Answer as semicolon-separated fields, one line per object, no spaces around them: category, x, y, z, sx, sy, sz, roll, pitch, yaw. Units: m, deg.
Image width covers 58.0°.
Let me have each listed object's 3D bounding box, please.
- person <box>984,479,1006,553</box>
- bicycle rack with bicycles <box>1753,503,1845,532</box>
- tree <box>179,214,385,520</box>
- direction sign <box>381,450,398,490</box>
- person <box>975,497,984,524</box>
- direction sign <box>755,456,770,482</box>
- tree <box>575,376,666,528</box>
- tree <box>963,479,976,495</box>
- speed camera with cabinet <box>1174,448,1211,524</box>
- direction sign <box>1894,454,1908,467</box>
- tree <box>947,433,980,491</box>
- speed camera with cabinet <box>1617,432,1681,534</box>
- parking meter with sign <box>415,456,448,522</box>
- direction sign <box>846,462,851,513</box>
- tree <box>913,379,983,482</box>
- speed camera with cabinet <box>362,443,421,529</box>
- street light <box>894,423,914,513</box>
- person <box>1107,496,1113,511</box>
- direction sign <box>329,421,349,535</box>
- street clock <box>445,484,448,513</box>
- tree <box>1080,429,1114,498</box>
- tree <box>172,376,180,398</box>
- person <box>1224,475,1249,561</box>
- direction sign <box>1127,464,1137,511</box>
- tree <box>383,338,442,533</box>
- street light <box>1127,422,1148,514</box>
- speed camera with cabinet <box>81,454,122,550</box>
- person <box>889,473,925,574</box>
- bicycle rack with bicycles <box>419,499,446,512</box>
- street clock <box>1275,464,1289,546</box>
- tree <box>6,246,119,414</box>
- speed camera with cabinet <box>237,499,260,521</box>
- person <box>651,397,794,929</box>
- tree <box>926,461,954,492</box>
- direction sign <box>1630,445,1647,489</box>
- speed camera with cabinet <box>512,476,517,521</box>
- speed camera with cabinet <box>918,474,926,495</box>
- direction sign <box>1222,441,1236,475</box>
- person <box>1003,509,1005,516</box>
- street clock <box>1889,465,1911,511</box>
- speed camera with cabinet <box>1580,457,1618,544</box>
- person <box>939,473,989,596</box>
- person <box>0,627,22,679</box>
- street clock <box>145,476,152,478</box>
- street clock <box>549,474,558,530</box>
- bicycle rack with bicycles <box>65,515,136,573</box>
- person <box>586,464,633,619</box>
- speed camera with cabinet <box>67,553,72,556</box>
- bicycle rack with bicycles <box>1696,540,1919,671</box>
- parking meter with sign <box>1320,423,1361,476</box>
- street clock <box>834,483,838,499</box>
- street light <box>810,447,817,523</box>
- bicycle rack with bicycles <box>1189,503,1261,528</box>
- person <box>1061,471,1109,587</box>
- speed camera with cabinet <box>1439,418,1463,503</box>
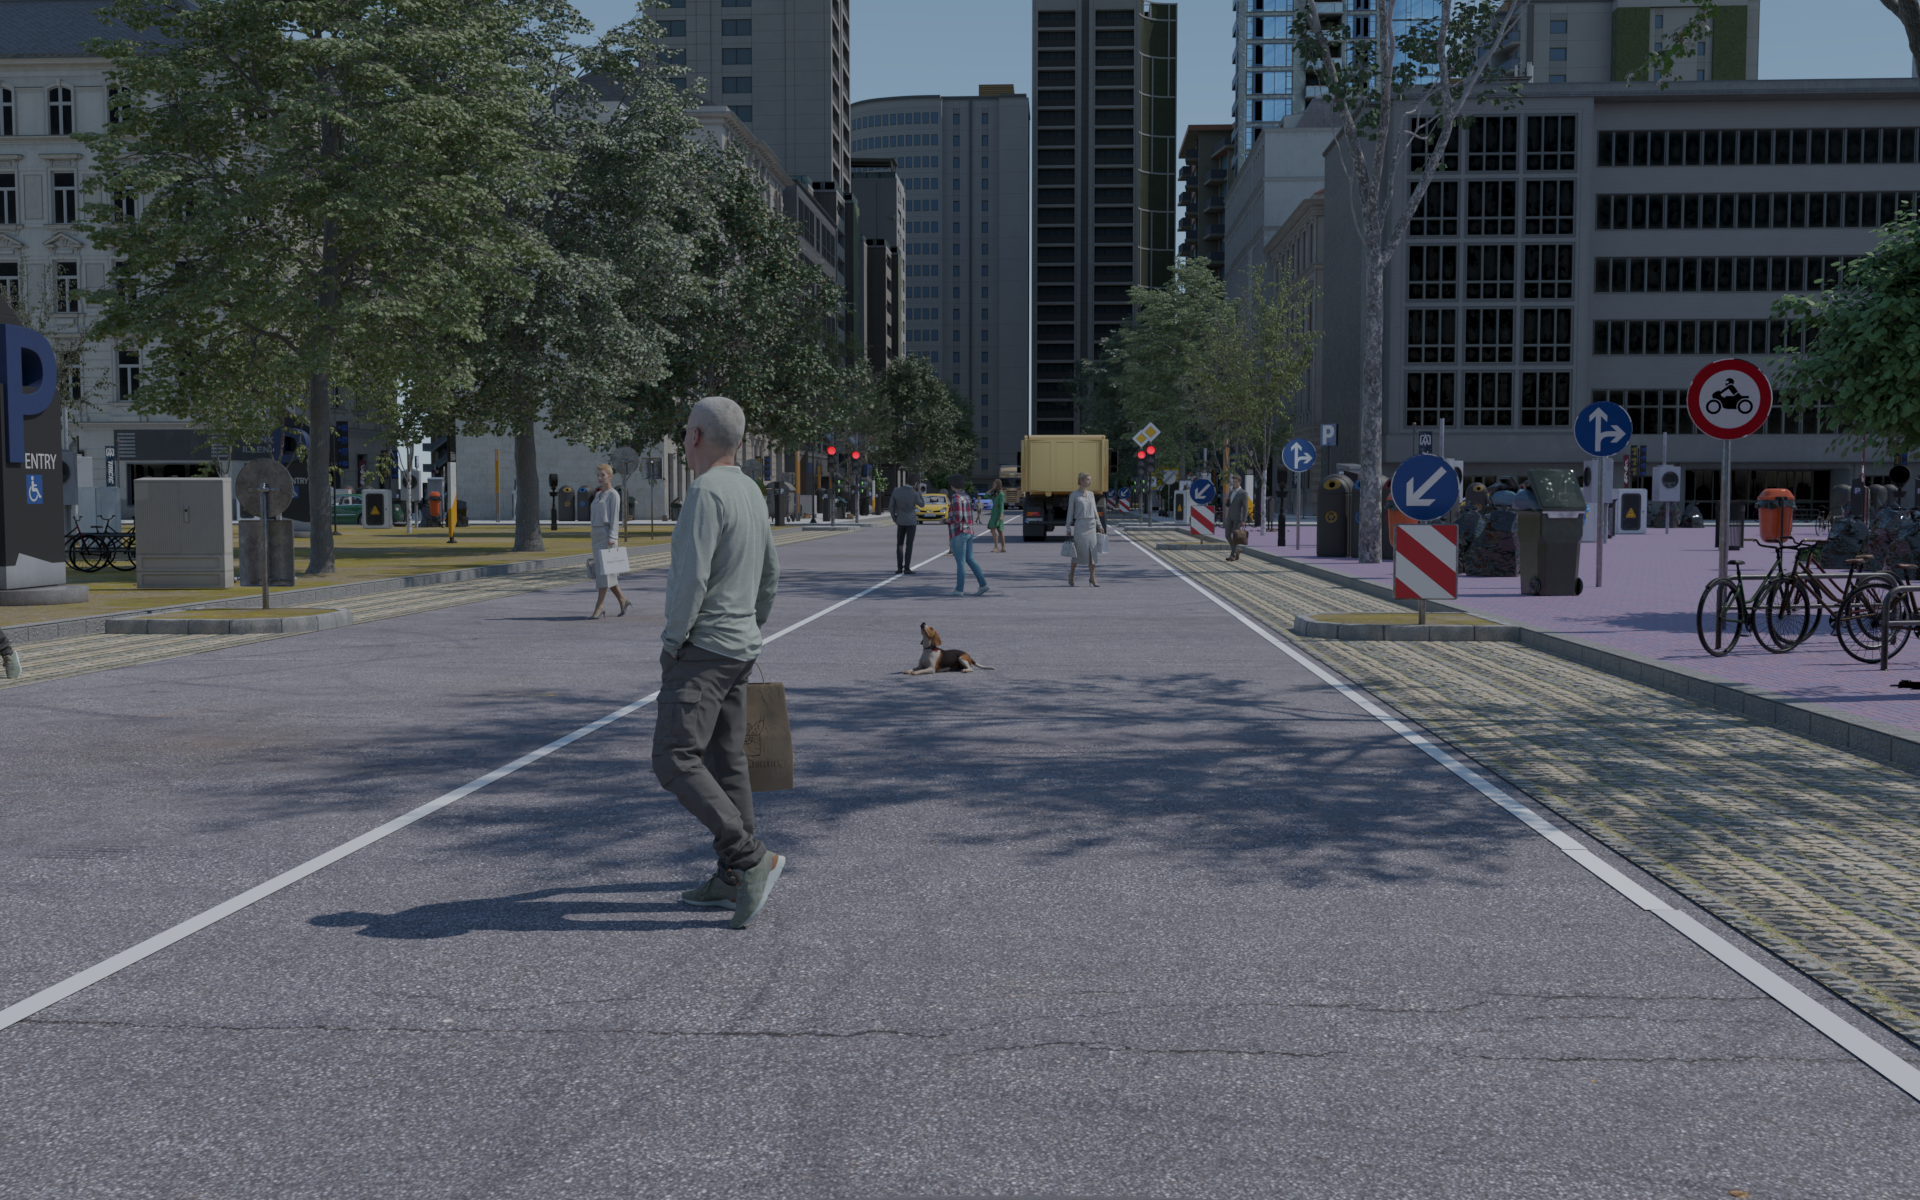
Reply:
person;0.933;-2.052;42.301;0.529;1.795;0.600;-2;4;-34
bicycle rack with bicycles;25.832;-2.434;53.171;2.852;0.926;2.925;3;4;37
tree;-17.835;-5.806;45.288;4.737;8.622;4.395;0;3;0
direction sign;-29.461;-5.963;89.498;0.876;3.537;0.379;0;4;3
person;0.932;-4.337;83.679;0.475;1.303;0.640;-3;5;-40
direction sign;-11.761;-6.808;103.311;0.876;3.537;0.379;-1;4;-21
tree;-12.762;-7.047;65.579;4.360;8.622;3.978;0;3;0
tree;1.289;-14.152;225.989;1.663;3.219;1.824;0;3;0
speed camera with cabinet;10.094;-4.950;75.267;0.660;3.252;2.038;-2;4;-26
direction sign;41.330;-5.147;76.154;0.379;3.537;0.876;0;4;-5
tree;-0.149;-14.350;184.981;4.360;8.622;3.978;0;3;0
speed camera with cabinet;21.852;-3.724;55.229;2.038;3.252;0.660;0;4;-3
parking meter with sign;-23.928;-5.065;79.070;1.738;3.016;0.543;0;4;-7
direction sign;-7.602;-7.712;118.095;0.379;3.537;0.876;1;4;10
tree;-1.329;-15.451;170.748;7.486;12.596;7.792;0;3;0
speed camera with cabinet;-21.009;-4.261;64.006;2.038;3.252;0.660;-1;4;-10
street light;-3.714;-8.618;113.449;1.470;5.913;1.316;0;4;3
person;11.425;-7.523;131.685;0.537;1.800;0.526;3;4;36
direction sign;-19.401;-3.774;53.704;0.876;3.537;0.379;-1;4;-12
street clock;-35.353;-7.024;119.404;0.471;2.002;0.358;-2;4;-24
tree;19.591;-18.681;222.442;9.611;12.733;9.660;0;3;0
tree;-27.539;-7.011;64.998;4.737;8.622;4.395;0;3;0
person;5.870;-1.731;36.760;0.622;1.834;0.822;3;5;40
direction sign;13.101;-8.551;131.813;0.876;3.537;0.379;-1;4;-19
tree;-18.253;-6.495;56.557;4.737;8.622;4.395;0;3;0
street light;11.493;-8.538;112.144;1.470;5.913;1.316;0;4;3
speed camera with cabinet;-20.108;-2.790;39.950;2.038;3.252;0.660;3;5;40
person;-0.958;-1.368;31.043;0.592;1.802;0.473;2;4;33
bicycle rack with bicycles;-41.949;-7.476;135.608;2.852;0.926;2.925;3;5;43
street clock;7.884;-2.314;42.407;0.358;2.002;0.471;0;4;7
tree;-28.078;-6.241;52.405;4.360;8.622;3.978;0;3;0
speed camera with cabinet;-33.135;-5.362;81.997;2.038;3.252;0.660;-1;4;-14
person;-0.780;0.179;6.055;0.515;1.767;0.782;1;4;13
tree;-1.531;-10.790;160.135;4.285;4.588;4.351;0;3;0
direction sign;31.438;-5.403;80.330;0.876;3.537;0.379;-1;4;-19
speed camera with cabinet;-21.126;-5.430;83.111;0.660;3.252;2.038;-1;4;-19
speed camera with cabinet;-3.931;-9.593;151.177;2.038;3.252;0.660;-3;4;-36
direction sign;11.575;-5.049;74.547;0.379;3.537;0.876;-2;4;-30
person;2.815;-6.284;115.516;0.394;1.301;0.425;0;4;8
street clock;23.583;-2.381;43.492;0.471;2.002;0.358;2;4;35
speed camera with cabinet;16.555;-3.136;45.604;0.660;3.252;2.038;0;4;1
person;0.054;-0.919;24.362;0.643;1.720;0.563;2;4;23
person;-7.693;-0.267;13.345;0.782;1.767;0.515;2;4;26
street clock;-32.763;-4.000;69.973;0.358;2.002;0.471;-3;4;-36
street clock;-14.334;-3.458;61.113;0.358;2.002;0.471;-2;4;-25
bicycle rack with bicycles;-14.170;-0.967;29.193;2.925;0.926;2.852;-1;4;-8
person;-4.039;-0.680;19.975;0.624;1.780;0.694;-2;4;-28
speed camera with cabinet;-19.216;-2.512;35.413;2.038;3.252;0.660;-1;4;-19
bicycle rack with bicycles;7.147;-0.021;13.733;2.925;0.926;2.852;-1;4;-14
parking meter with sign;9.840;-2.885;43.425;1.738;3.016;0.543;-2;4;-33
street clock;-7.568;-6.183;105.665;0.471;2.002;0.358;-1;4;-14
street light;-5.923;-6.335;76.120;1.470;5.913;1.316;0;4;3
bicycle rack with bicycles;10.064;-3.230;66.199;2.925;0.926;2.852;0;4;-1
person;1.931;-1.102;26.873;0.694;1.780;0.624;-1;4;-16
speed camera with cabinet;12.200;-3.085;44.778;2.038;3.252;0.660;-3;5;-41
